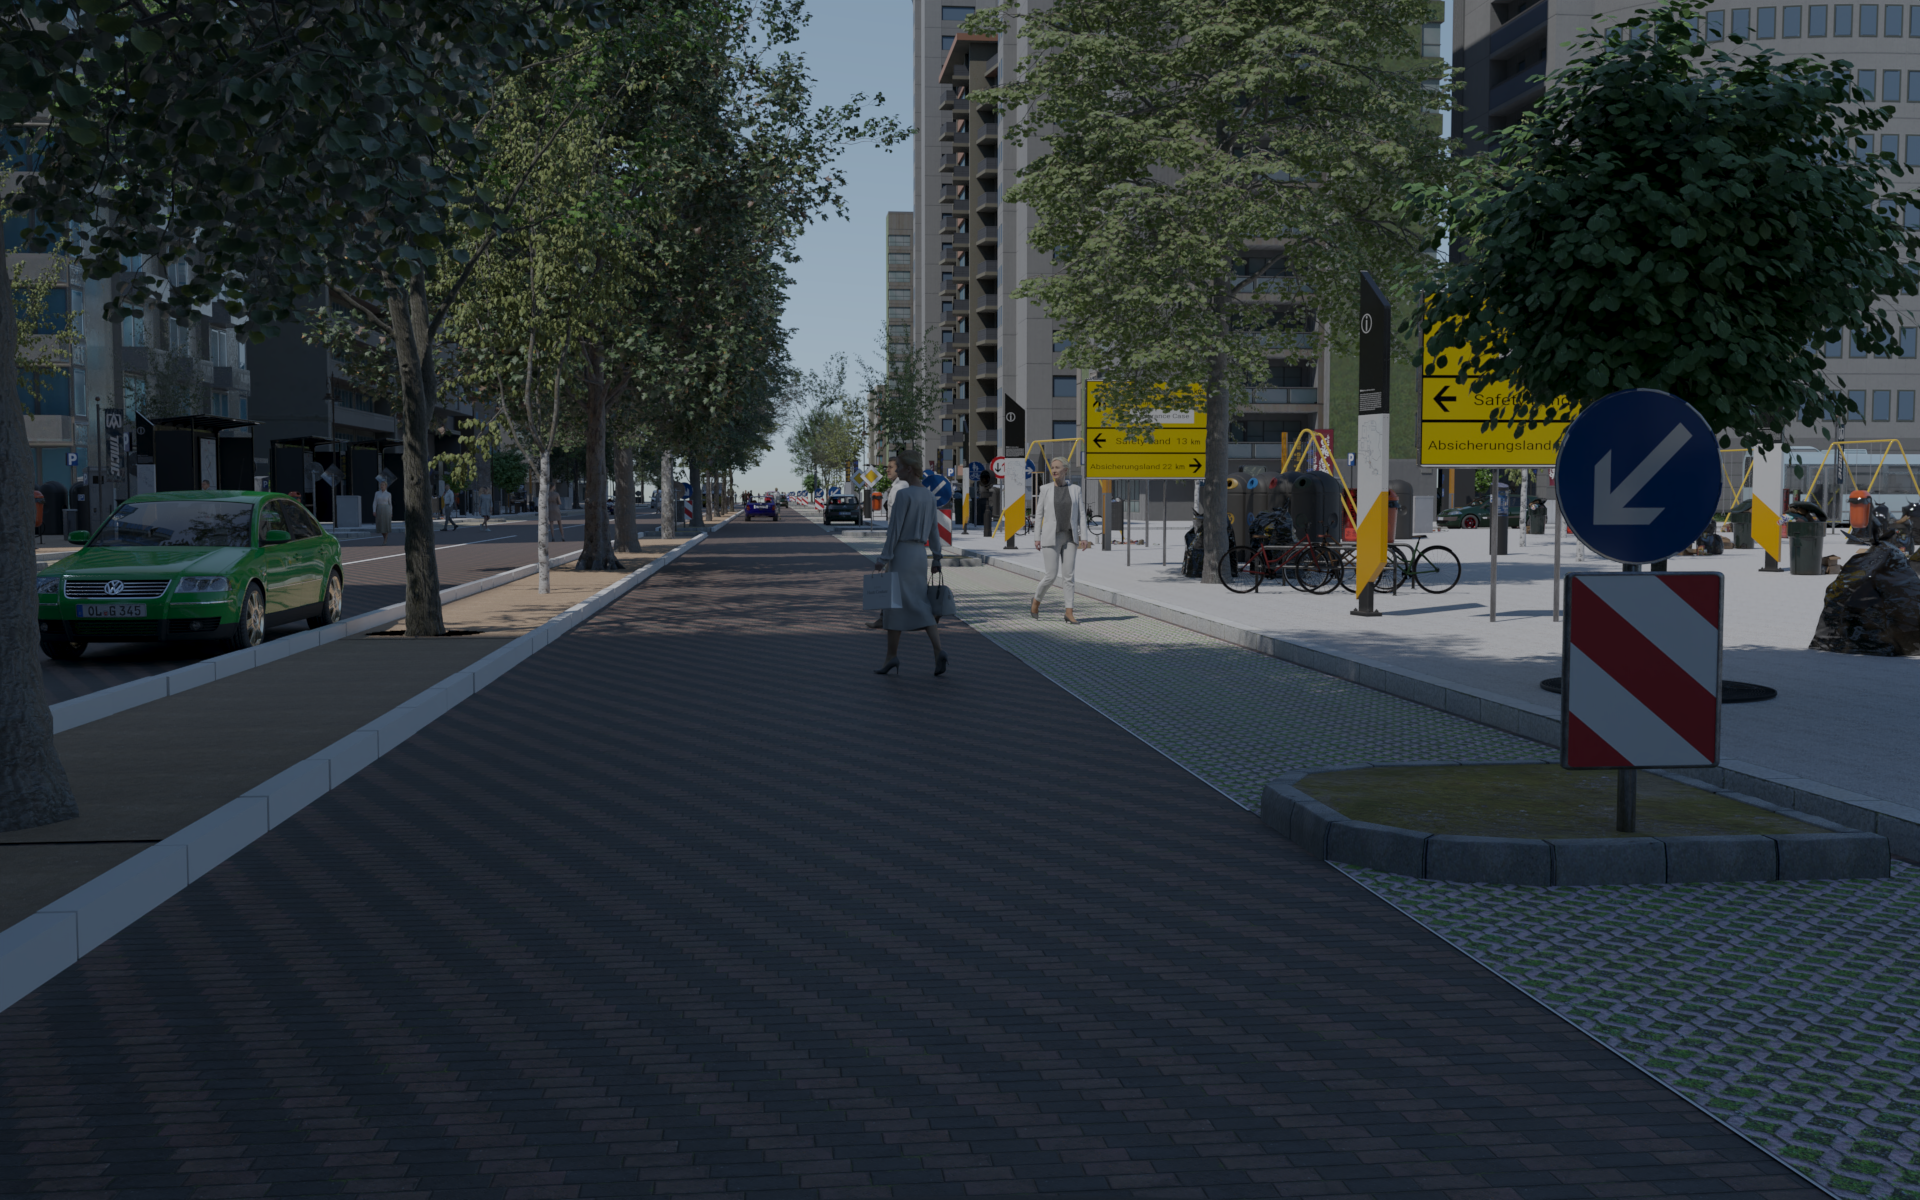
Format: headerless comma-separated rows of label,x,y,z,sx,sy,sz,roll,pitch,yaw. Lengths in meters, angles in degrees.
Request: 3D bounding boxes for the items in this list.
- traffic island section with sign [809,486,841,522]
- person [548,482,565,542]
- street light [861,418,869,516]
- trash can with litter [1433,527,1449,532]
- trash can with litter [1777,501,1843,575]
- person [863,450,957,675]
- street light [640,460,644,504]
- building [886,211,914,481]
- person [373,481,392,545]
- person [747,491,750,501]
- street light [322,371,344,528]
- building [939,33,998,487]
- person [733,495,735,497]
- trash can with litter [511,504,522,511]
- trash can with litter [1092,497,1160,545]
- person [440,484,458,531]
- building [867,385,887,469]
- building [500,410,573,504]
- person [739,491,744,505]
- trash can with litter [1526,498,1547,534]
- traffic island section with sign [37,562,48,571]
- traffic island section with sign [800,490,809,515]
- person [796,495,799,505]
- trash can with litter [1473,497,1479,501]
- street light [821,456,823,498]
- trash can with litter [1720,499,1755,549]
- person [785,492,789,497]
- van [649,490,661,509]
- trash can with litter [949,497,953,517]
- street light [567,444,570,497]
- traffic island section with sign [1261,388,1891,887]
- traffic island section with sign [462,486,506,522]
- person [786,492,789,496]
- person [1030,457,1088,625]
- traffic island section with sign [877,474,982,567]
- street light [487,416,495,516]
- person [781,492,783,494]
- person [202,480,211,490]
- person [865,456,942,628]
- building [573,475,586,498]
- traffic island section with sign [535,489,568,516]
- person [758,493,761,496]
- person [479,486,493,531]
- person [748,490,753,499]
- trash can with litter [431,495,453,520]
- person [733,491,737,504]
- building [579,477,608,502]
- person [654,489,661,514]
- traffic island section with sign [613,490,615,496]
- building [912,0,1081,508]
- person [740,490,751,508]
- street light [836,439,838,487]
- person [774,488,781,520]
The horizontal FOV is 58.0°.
traffic island section with sign,-6.543,-4.889,88.558,1.989,1.847,2.006,0,4,-6
person,-12.202,-2.648,52.128,0.599,1.781,0.374,0,4,-8
street light,-5.722,-7.988,103.383,0.468,5.910,1.993,0,4,-6
trash can with litter,15.927,-2.937,59.079,2.233,1.210,1.678,-2,4,-29
trash can with litter,13.581,-0.992,27.605,1.055,1.170,0.624,-2,4,-34
person,-0.386,-0.294,13.656,0.694,1.780,0.624,-3,4,-37
street light,-41.095,-15.369,224.072,0.468,5.910,1.993,0,4,-6
building,-3.857,-34.802,252.604,14.154,41.232,14.086,0,4,-6
person,-16.186,-2.441,48.638,0.478,1.798,0.641,0,4,0
person,-23.553,-11.277,193.555,0.721,1.739,1.217,0,4,3
street light,-23.604,-5.660,65.328,0.468,5.910,1.993,0,4,-6
building,9.538,-31.263,165.774,22.147,44.769,28.867,0,4,-6
person,-37.776,-16.960,286.531,1.217,1.736,0.721,-2,4,-24
trash can with litter,-32.755,-7.182,128.491,2.233,1.210,1.678,1,4,19
trash can with litter,4.153,-2.023,44.129,1.678,1.210,2.233,-2,4,-34
person,-19.900,-3.594,67.368,0.679,1.850,0.850,3,5,43
building,-0.901,-27.177,289.389,27.650,21.520,28.899,0,4,-6
building,-61.455,-33.927,238.292,14.154,41.232,14.086,0,4,-6
person,-29.552,-13.917,235.974,1.348,1.831,0.705,1,4,23
trash can with litter,18.253,-2.681,55.225,0.624,1.170,1.055,-1,4,-12
traffic island section with sign,-17.994,-1.417,31.793,1.989,1.847,2.006,0,4,-6
traffic island section with sign,-9.544,-6.566,115.982,1.989,1.847,2.006,0,4,-6
person,-21.343,-13.453,229.012,0.434,1.755,0.990,-2,4,-34
trash can with litter,22.066,-3.764,72.930,1.055,1.170,0.624,-1,4,-21
street light,-14.284,-12.664,179.847,0.468,5.910,1.993,0,4,-6
trash can with litter,18.072,-1.768,40.291,1.055,1.170,0.624,-1,4,-13
person,-27.143,-15.869,268.675,1.217,1.735,0.721,0,4,-4
van,-30.102,-10.176,173.392,2.013,2.044,4.112,-1,4,-8
trash can with litter,-0.642,-4.501,84.985,0.624,1.170,1.055,0,4,0
street light,-32.099,-10.338,141.815,0.468,5.910,1.993,0,4,-6
traffic island section with sign,2.357,0.084,7.250,1.989,1.847,2.006,0,4,-6
traffic island section with sign,-24.164,-4.859,88.065,1.989,1.847,2.006,0,4,-6
person,-29.510,-17.674,298.178,1.217,1.736,0.721,-3,4,-38
person,1.073,-0.658,19.140,0.514,1.842,0.818,-2,4,-29
traffic island section with sign,-0.661,-1.602,34.829,1.989,1.847,2.006,0,4,-6
street light,-27.902,-7.985,103.335,0.468,5.910,1.993,0,4,-6
person,-22.835,-13.065,222.794,1.217,1.739,0.721,2,4,27
person,-19.749,-2.256,45.478,0.635,1.810,0.391,3,5,43
person,-0.590,-0.603,18.465,0.850,1.850,0.679,1,4,14
building,-69.034,-39.143,259.589,23.786,49.044,30.456,0,4,-6
traffic island section with sign,-27.110,-6.505,114.992,1.989,1.847,2.006,0,4,-6
person,-33.381,-17.018,288.205,0.593,1.643,0.415,-2,4,-33
person,-18.357,-3.525,66.889,0.760,1.731,0.466,3,4,39
person,-22.479,-10.915,186.598,0.705,1.869,1.348,-3,4,-38
trash can with litter,-26.726,-4.641,86.938,2.233,1.210,1.678,1,4,9
person,-33.698,-15.376,259.881,0.705,1.826,1.348,1,4,20
building,-65.393,-36.638,282.620,14.154,41.232,14.086,0,4,-6
person,-21.920,-7.157,125.865,0.624,1.780,0.694,-2,4,-34
traffic island section with sign,-32.434,-9.487,163.741,1.989,1.847,2.006,0,4,-6
building,5.288,-39.851,193.565,21.231,58.520,28.212,0,4,-6
person,-20.193,-9.471,163.378,1.348,1.821,0.705,-2,4,-30
street light,-10.074,-10.312,141.385,0.468,5.910,1.993,0,4,-6
person,-10.169,-5.368,96.491,0.478,1.798,0.641,-2,4,-29
